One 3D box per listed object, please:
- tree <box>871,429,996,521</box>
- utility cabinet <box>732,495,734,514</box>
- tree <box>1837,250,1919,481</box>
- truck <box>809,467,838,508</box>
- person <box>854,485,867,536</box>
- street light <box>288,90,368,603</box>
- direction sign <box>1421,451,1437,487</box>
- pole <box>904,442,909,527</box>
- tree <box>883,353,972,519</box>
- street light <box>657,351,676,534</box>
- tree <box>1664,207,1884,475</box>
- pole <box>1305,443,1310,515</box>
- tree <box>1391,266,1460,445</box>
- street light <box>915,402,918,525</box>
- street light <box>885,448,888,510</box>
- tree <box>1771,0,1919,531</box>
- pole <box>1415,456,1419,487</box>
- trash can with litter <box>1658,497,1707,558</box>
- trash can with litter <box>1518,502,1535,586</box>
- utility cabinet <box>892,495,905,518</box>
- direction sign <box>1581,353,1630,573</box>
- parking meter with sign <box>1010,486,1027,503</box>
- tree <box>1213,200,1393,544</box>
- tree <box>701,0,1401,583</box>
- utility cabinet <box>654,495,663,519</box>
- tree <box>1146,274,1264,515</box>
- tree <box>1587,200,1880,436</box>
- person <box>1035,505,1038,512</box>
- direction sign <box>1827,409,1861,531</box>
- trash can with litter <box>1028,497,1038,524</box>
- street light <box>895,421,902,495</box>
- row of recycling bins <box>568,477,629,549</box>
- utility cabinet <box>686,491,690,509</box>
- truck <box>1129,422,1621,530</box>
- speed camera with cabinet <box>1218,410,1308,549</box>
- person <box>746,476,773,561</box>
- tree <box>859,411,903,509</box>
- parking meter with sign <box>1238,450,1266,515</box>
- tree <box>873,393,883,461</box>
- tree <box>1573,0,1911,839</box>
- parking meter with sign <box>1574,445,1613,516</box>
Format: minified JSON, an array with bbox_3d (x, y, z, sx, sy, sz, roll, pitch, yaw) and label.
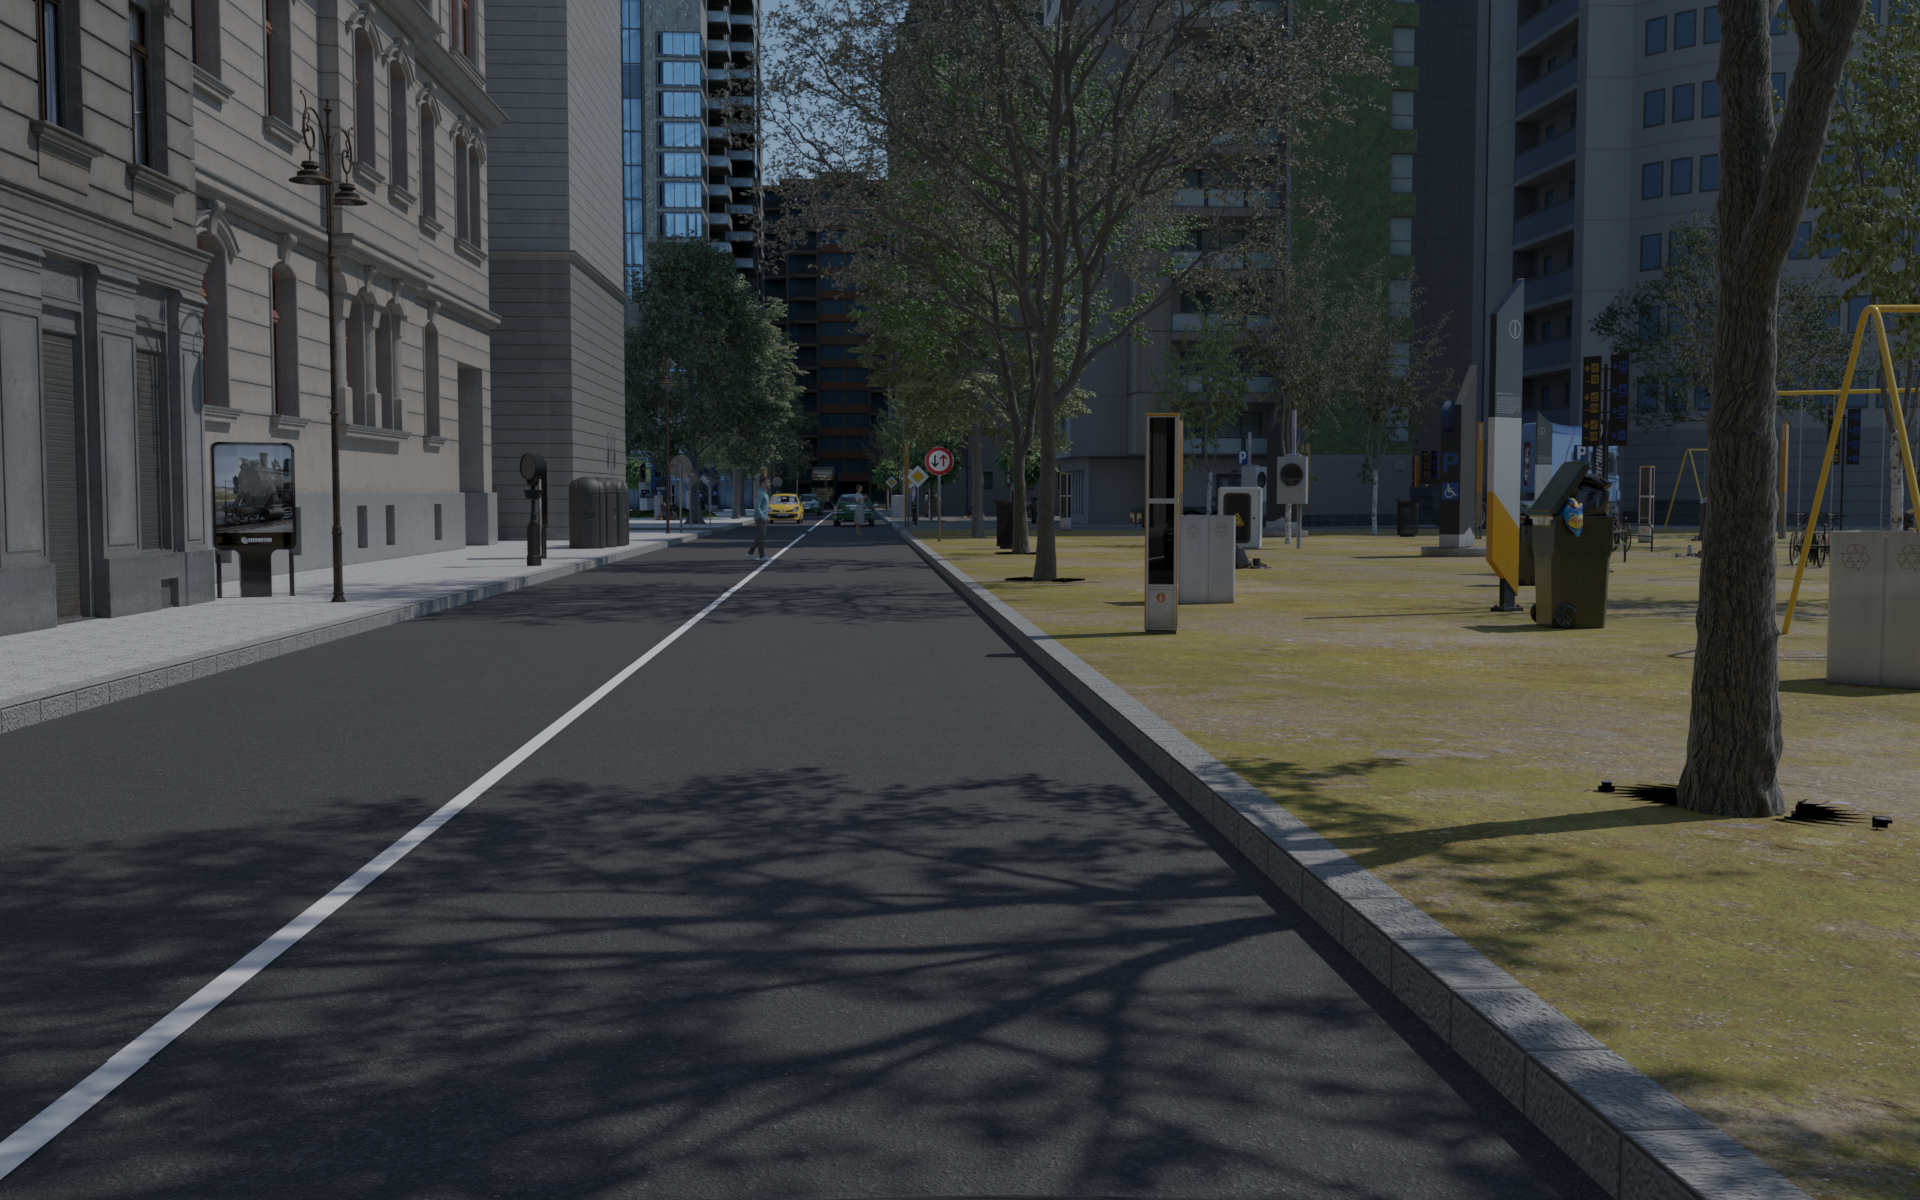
[{"bbox_3d":[-1.328,-6.029,82.293,4.285,4.588,4.351,0,3,0],"label":"tree"},{"bbox_3d":[-13.156,-5.589,102.540,0.306,1.237,1.020,1,4,19],"label":"utility cabinet"},{"bbox_3d":[24.452,-5.596,41.860,4.360,8.622,3.978,0,3,0],"label":"tree"},{"bbox_3d":[-14.267,-11.823,182.226,2.839,4.237,11.283,0,4,-2],"label":"truck"},{"bbox_3d":[-3.403,-3.108,59.892,0.524,1.755,0.480,1,4,18],"label":"person"},{"bbox_3d":[-7.382,-2.912,20.392,0.468,5.910,1.993,0,4,-3],"label":"street light"},{"bbox_3d":[24.572,-6.041,90.763,0.876,3.537,0.379,-1,4,-11],"label":"direction sign"},{"bbox_3d":[-2.086,-4.537,68.028,0.158,3.312,0.155,0,3,0],"label":"pole"},{"bbox_3d":[-1.280,-8.423,88.080,4.737,8.622,4.395,0,3,0],"label":"tree"},{"bbox_3d":[-9.468,-5.088,55.973,0.468,5.910,1.993,0,4,-3],"label":"street light"},{"bbox_3d":[18.868,-5.595,41.841,4.360,8.622,3.978,0,3,0],"label":"tree"},{"bbox_3d":[13.926,-4.619,69.356,0.158,3.312,0.155,0,3,0],"label":"pole"},{"bbox_3d":[13.406,-6.398,54.963,4.360,8.622,3.978,0,3,0],"label":"tree"},{"bbox_3d":[-1.797,-6.025,71.302,0.468,5.910,1.993,0,4,-3],"label":"street light"},{"bbox_3d":[-6.074,-10.402,142.865,0.468,5.910,1.993,0,4,-3],"label":"street light"},{"bbox_3d":[11.591,-4.320,20.997,4.737,8.622,4.395,0,3,0],"label":"tree"},{"bbox_3d":[24.462,-6.051,92.773,0.158,3.312,0.155,0,3,0],"label":"pole"},{"bbox_3d":[15.077,-1.483,35.313,1.678,1.210,2.233,2,4,26],"label":"trash can with litter"},{"bbox_3d":[8.242,-0.789,24.293,1.055,1.170,0.624,2,4,32],"label":"trash can with litter"},{"bbox_3d":[-3.302,-4.957,92.213,0.306,1.237,1.020,-2,4,-28],"label":"utility cabinet"},{"bbox_3d":[10.530,-2.221,28.314,0.379,3.537,0.876,-2,4,-32],"label":"direction sign"},{"bbox_3d":[3.040,-5.939,93.355,0.543,3.016,1.738,3,5,42],"label":"parking meter with sign"},{"bbox_3d":[8.678,-5.744,44.271,4.360,8.622,3.978,0,3,0],"label":"tree"},{"bbox_3d":[1.376,-7.027,25.257,12.009,13.543,11.850,0,3,0],"label":"tree"},{"bbox_3d":[-15.557,-4.781,89.336,0.306,1.237,1.020,0,4,0],"label":"utility cabinet"},{"bbox_3d":[8.376,-6.607,58.389,4.737,8.622,4.395,0,3,0],"label":"tree"},{"bbox_3d":[24.428,-7.333,54.308,8.767,10.594,7.601,0,3,0],"label":"tree"},{"bbox_3d":[3.225,-3.495,66.226,0.593,1.750,0.643,2,4,35],"label":"person"},{"bbox_3d":[23.577,-3.319,46.265,0.379,3.537,0.876,-3,4,-36],"label":"direction sign"},{"bbox_3d":[3.500,-3.877,74.781,1.055,1.170,0.624,-2,4,-24],"label":"trash can with litter"},{"bbox_3d":[-3.827,-8.229,107.333,0.468,5.910,1.993,0,4,-3],"label":"street light"},{"bbox_3d":[-8.726,-2.144,42.163,1.069,1.692,3.534,0,4,1],"label":"row of recycling bins"},{"bbox_3d":[-17.344,-6.344,112.410,0.318,1.500,1.173,2,4,24],"label":"utility cabinet"},{"bbox_3d":[15.799,-4.577,64.588,18.799,4.110,2.967,0,4,-5],"label":"truck"},{"bbox_3d":[7.127,-2.838,40.744,2.038,3.252,0.660,1,4,16],"label":"speed camera with cabinet"},{"bbox_3d":[-4.334,-1.764,37.360,0.620,1.820,0.660,0,4,-2],"label":"person"},{"bbox_3d":[-6.569,-12.333,152.008,4.360,8.622,3.978,0,3,0],"label":"tree"},{"bbox_3d":[12.018,-4.496,69.767,1.738,3.016,0.543,-2,4,-34],"label":"parking meter with sign"},{"bbox_3d":[-2.504,-8.928,96.341,4.737,8.622,4.395,0,3,0],"label":"tree"},{"bbox_3d":[3.319,-4.950,6.684,9.928,11.665,9.643,0,3,0],"label":"tree"},{"bbox_3d":[22.263,-3.947,60.786,0.543,3.016,1.738,-1,4,-14],"label":"parking meter with sign"}]
